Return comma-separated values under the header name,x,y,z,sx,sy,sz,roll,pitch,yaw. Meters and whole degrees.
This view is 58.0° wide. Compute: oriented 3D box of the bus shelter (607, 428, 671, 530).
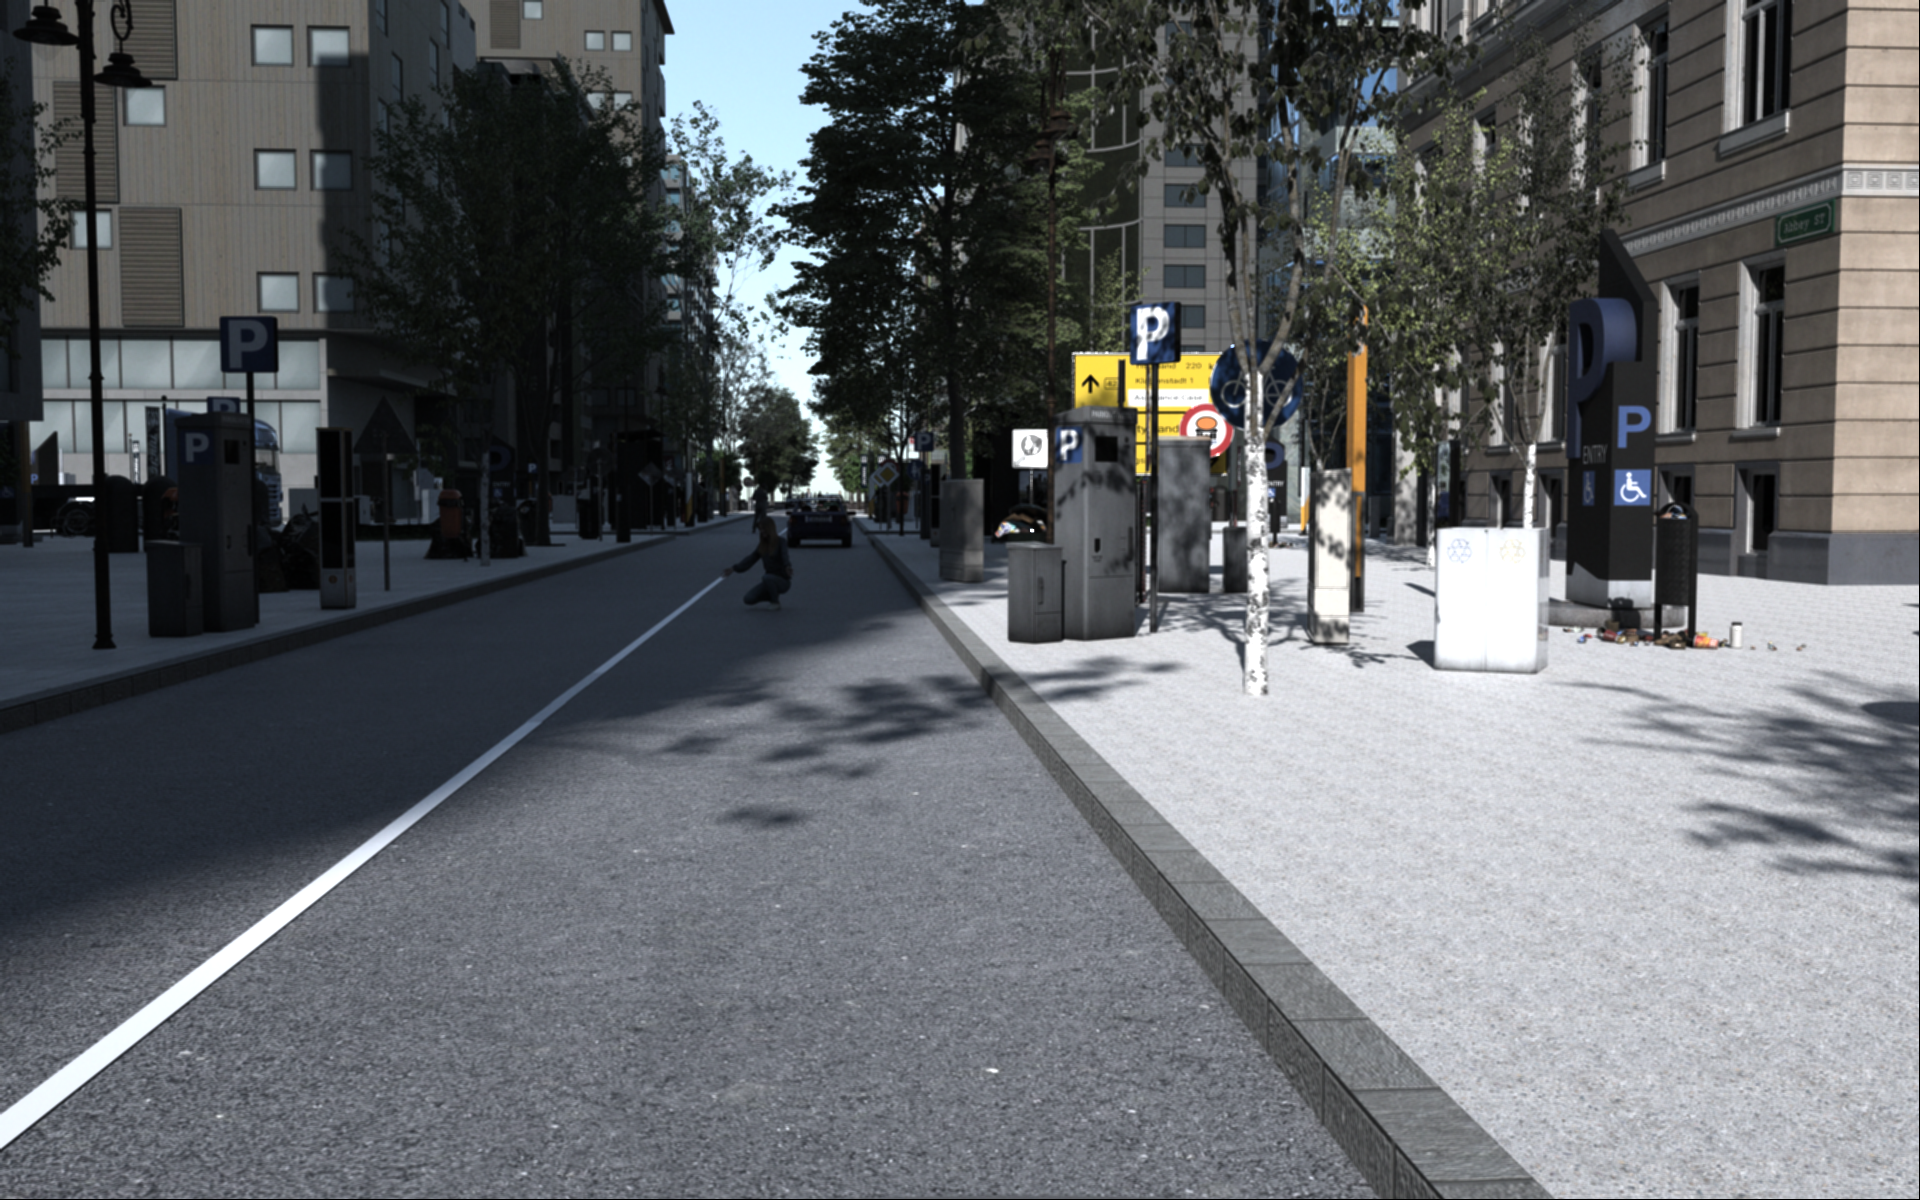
name,x,y,z,sx,sy,sz,roll,pitch,yaw
bus shelter,-11.957,-4.505,64.935,1.731,3.624,6.357,0,4,-4

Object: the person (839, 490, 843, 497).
name,x,y,z,sx,sy,sz,roll,pitch,yaw
person,-8.955,-7.310,129.028,0.512,1.701,0.522,1,4,18

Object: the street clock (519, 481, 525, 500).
name,x,y,z,sx,sy,sz,roll,pitch,yaw
street clock,-24.054,-5.539,95.127,0.358,2.002,0.471,-1,4,-17

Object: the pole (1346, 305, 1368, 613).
name,x,y,z,sx,sy,sz,roll,pitch,yaw
pole,4.275,-1.520,18.699,0.158,3.312,0.155,0,3,0

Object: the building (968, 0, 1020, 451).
name,x,y,z,sx,sy,sz,roll,pitch,yaw
building,12.214,-33.016,163.516,21.300,48.544,21.600,0,4,-4

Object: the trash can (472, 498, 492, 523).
name,x,y,z,sx,sy,sz,roll,pitch,yaw
trash can,-17.729,-3.215,64.218,0.748,1.137,0.748,0,3,0

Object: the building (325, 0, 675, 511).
name,x,y,z,sx,sy,sz,roll,pitch,yaw
building,-43.545,-35.613,171.508,28.713,52.752,27.495,0,4,-4

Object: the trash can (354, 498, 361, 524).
name,x,y,z,sx,sy,sz,roll,pitch,yaw
trash can,-22.950,-3.279,65.261,0.748,1.137,0.748,0,3,0

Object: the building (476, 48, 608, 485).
name,x,y,z,sx,sy,sz,roll,pitch,yaw
building,-44.369,-27.753,145.642,32.217,40.220,23.993,0,4,-4

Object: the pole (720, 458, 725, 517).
name,x,y,z,sx,sy,sz,roll,pitch,yaw
pole,-13.943,-6.574,101.324,0.158,3.312,0.155,0,3,0

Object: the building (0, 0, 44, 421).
name,x,y,z,sx,sy,sz,roll,pitch,yaw
building,-26.728,-21.334,32.408,14.086,41.232,14.154,0,4,-4

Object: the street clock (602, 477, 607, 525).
name,x,y,z,sx,sy,sz,roll,pitch,yaw
street clock,-14.855,-4.107,71.715,0.471,2.002,0.358,1,4,9

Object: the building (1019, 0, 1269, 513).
name,x,y,z,sx,sy,sz,roll,pitch,yaw
building,13.406,-42.093,126.469,20.563,71.187,20.611,0,4,-4

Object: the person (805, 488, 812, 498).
name,x,y,z,sx,sy,sz,roll,pitch,yaw
person,-9.833,-6.354,112.411,0.581,1.822,0.654,0,4,-3

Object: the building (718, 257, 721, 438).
name,x,y,z,sx,sy,sz,roll,pitch,yaw
building,-49.664,-40.078,274.885,23.786,49.044,30.456,0,4,-4

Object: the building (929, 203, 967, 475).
name,x,y,z,sx,sy,sz,roll,pitch,yaw
building,2.466,-34.378,245.676,14.154,41.232,14.086,0,4,-4

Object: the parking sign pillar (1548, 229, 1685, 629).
name,x,y,z,sx,sy,sz,roll,pitch,yaw
parking sign pillar,6.411,-1.749,17.066,1.447,3.967,1.447,0,4,2

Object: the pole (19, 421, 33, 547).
name,x,y,z,sx,sy,sz,roll,pitch,yaw
pole,-22.490,-2.928,41.709,0.158,3.312,0.155,0,3,0

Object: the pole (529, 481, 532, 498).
name,x,y,z,sx,sy,sz,roll,pitch,yaw
pole,-27.478,-7.158,110.880,0.158,3.312,0.155,0,3,0

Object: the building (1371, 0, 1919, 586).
name,x,y,z,sx,sy,sz,roll,pitch,yaw
building,17.657,-15.146,33.545,13.634,28.700,20.117,0,4,-4

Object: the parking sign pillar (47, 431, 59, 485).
name,x,y,z,sx,sy,sz,roll,pitch,yaw
parking sign pillar,-38.987,-5.216,73.752,1.447,3.967,1.447,1,4,8

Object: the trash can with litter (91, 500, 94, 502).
name,x,y,z,sx,sy,sz,roll,pitch,yaw
trash can with litter,-34.120,-3.460,67.966,0.624,1.170,1.055,3,5,42

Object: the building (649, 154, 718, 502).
name,x,y,z,sx,sy,sz,roll,pitch,yaw
building,-47.633,-38.177,243.794,23.786,49.044,30.456,0,4,-4

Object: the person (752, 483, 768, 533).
name,x,y,z,sx,sy,sz,roll,pitch,yaw
person,-7.375,-3.398,63.859,0.655,1.846,0.447,1,4,14

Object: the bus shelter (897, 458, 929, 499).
name,x,y,z,sx,sy,sz,roll,pitch,yaw
bus shelter,-2.941,-6.502,100.232,2.014,3.302,5.546,0,4,-4

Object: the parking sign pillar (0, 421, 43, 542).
name,x,y,z,sx,sy,sz,roll,pitch,yaw
parking sign pillar,-25.406,-3.539,46.331,1.447,3.967,1.447,-1,4,-21

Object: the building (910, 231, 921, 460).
name,x,y,z,sx,sy,sz,roll,pitch,yaw
building,3.236,-38.361,281.833,22.147,44.769,28.867,0,4,-4

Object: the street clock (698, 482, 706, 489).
name,x,y,z,sx,sy,sz,roll,pitch,yaw
street clock,-15.533,-6.105,104.389,0.471,2.002,0.358,1,4,14

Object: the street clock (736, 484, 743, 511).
name,x,y,z,sx,sy,sz,roll,pitch,yaw
street clock,-16.426,-7.613,129.049,0.358,2.002,0.471,3,4,38

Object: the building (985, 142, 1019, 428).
name,x,y,z,sx,sy,sz,roll,pitch,yaw
building,8.943,-22.862,145.499,14.160,30.474,14.107,0,4,-4

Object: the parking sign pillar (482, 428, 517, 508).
name,x,y,z,sx,sy,sz,roll,pitch,yaw
parking sign pillar,-18.477,-4.948,69.370,1.447,3.967,1.447,0,4,-1

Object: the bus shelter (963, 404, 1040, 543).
name,x,y,z,sx,sy,sz,roll,pitch,yaw
bus shelter,1.093,-3.471,48.036,1.731,3.624,6.357,0,4,-4

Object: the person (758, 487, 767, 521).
name,x,y,z,sx,sy,sz,roll,pitch,yaw
person,-8.809,-4.184,77.006,0.767,1.812,0.694,-1,4,-13

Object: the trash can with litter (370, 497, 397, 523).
name,x,y,z,sx,sy,sz,roll,pitch,yaw
trash can with litter,-25.119,-3.918,75.451,0.624,1.170,1.055,3,4,38

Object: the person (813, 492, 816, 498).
name,x,y,z,sx,sy,sz,roll,pitch,yaw
person,-22.628,-15.942,269.705,0.434,1.755,0.990,0,4,-3

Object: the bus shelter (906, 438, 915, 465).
name,x,y,z,sx,sy,sz,roll,pitch,yaw
bus shelter,-3.683,-8.496,116.547,2.179,5.291,8.768,0,4,-4

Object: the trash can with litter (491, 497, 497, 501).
name,x,y,z,sx,sy,sz,roll,pitch,yaw
trash can with litter,-17.900,-3.361,66.335,0.624,1.170,1.055,0,4,2

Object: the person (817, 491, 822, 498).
name,x,y,z,sx,sy,sz,roll,pitch,yaw
person,-15.058,-10.890,187.079,0.617,1.759,0.750,2,4,28

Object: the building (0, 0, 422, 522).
name,x,y,z,sx,sy,sz,roll,pitch,yaw
building,-40.502,-30.525,88.322,28.713,52.752,27.495,0,4,-4

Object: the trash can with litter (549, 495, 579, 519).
name,x,y,z,sx,sy,sz,roll,pitch,yaw
trash can with litter,-20.934,-4.817,89.807,2.233,1.210,1.678,-2,4,-33

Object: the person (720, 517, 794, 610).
name,x,y,z,sx,sy,sz,roll,pitch,yaw
person,-2.347,-0.452,21.389,1.012,1.151,0.738,3,4,39

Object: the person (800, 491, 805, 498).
name,x,y,z,sx,sy,sz,roll,pitch,yaw
person,-20.629,-13.393,227.562,1.348,1.812,0.705,1,4,12

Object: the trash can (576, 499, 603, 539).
name,x,y,z,sx,sy,sz,roll,pitch,yaw
trash can,-10.542,-2.301,49.281,0.748,1.137,0.748,0,3,0

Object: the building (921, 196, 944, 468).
name,x,y,z,sx,sy,sz,roll,pitch,yaw
building,1.398,-37.289,259.791,14.600,45.320,14.200,0,4,-4

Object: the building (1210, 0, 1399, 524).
name,x,y,z,sx,sy,sz,roll,pitch,yaw
building,28.320,-47.176,84.005,31.000,86.520,22.319,0,4,-4

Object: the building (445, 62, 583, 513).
name,x,y,z,sx,sy,sz,roll,pitch,yaw
building,-34.219,-21.263,119.355,14.160,30.474,14.107,0,4,-4

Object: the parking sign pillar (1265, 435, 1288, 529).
name,x,y,z,sx,sy,sz,roll,pitch,yaw
parking sign pillar,11.520,-4.656,64.601,1.447,3.967,1.447,-1,4,-11

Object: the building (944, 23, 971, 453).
name,x,y,z,sx,sy,sz,roll,pitch,yaw
building,13.480,-36.624,188.048,28.713,52.752,27.495,0,4,-4
